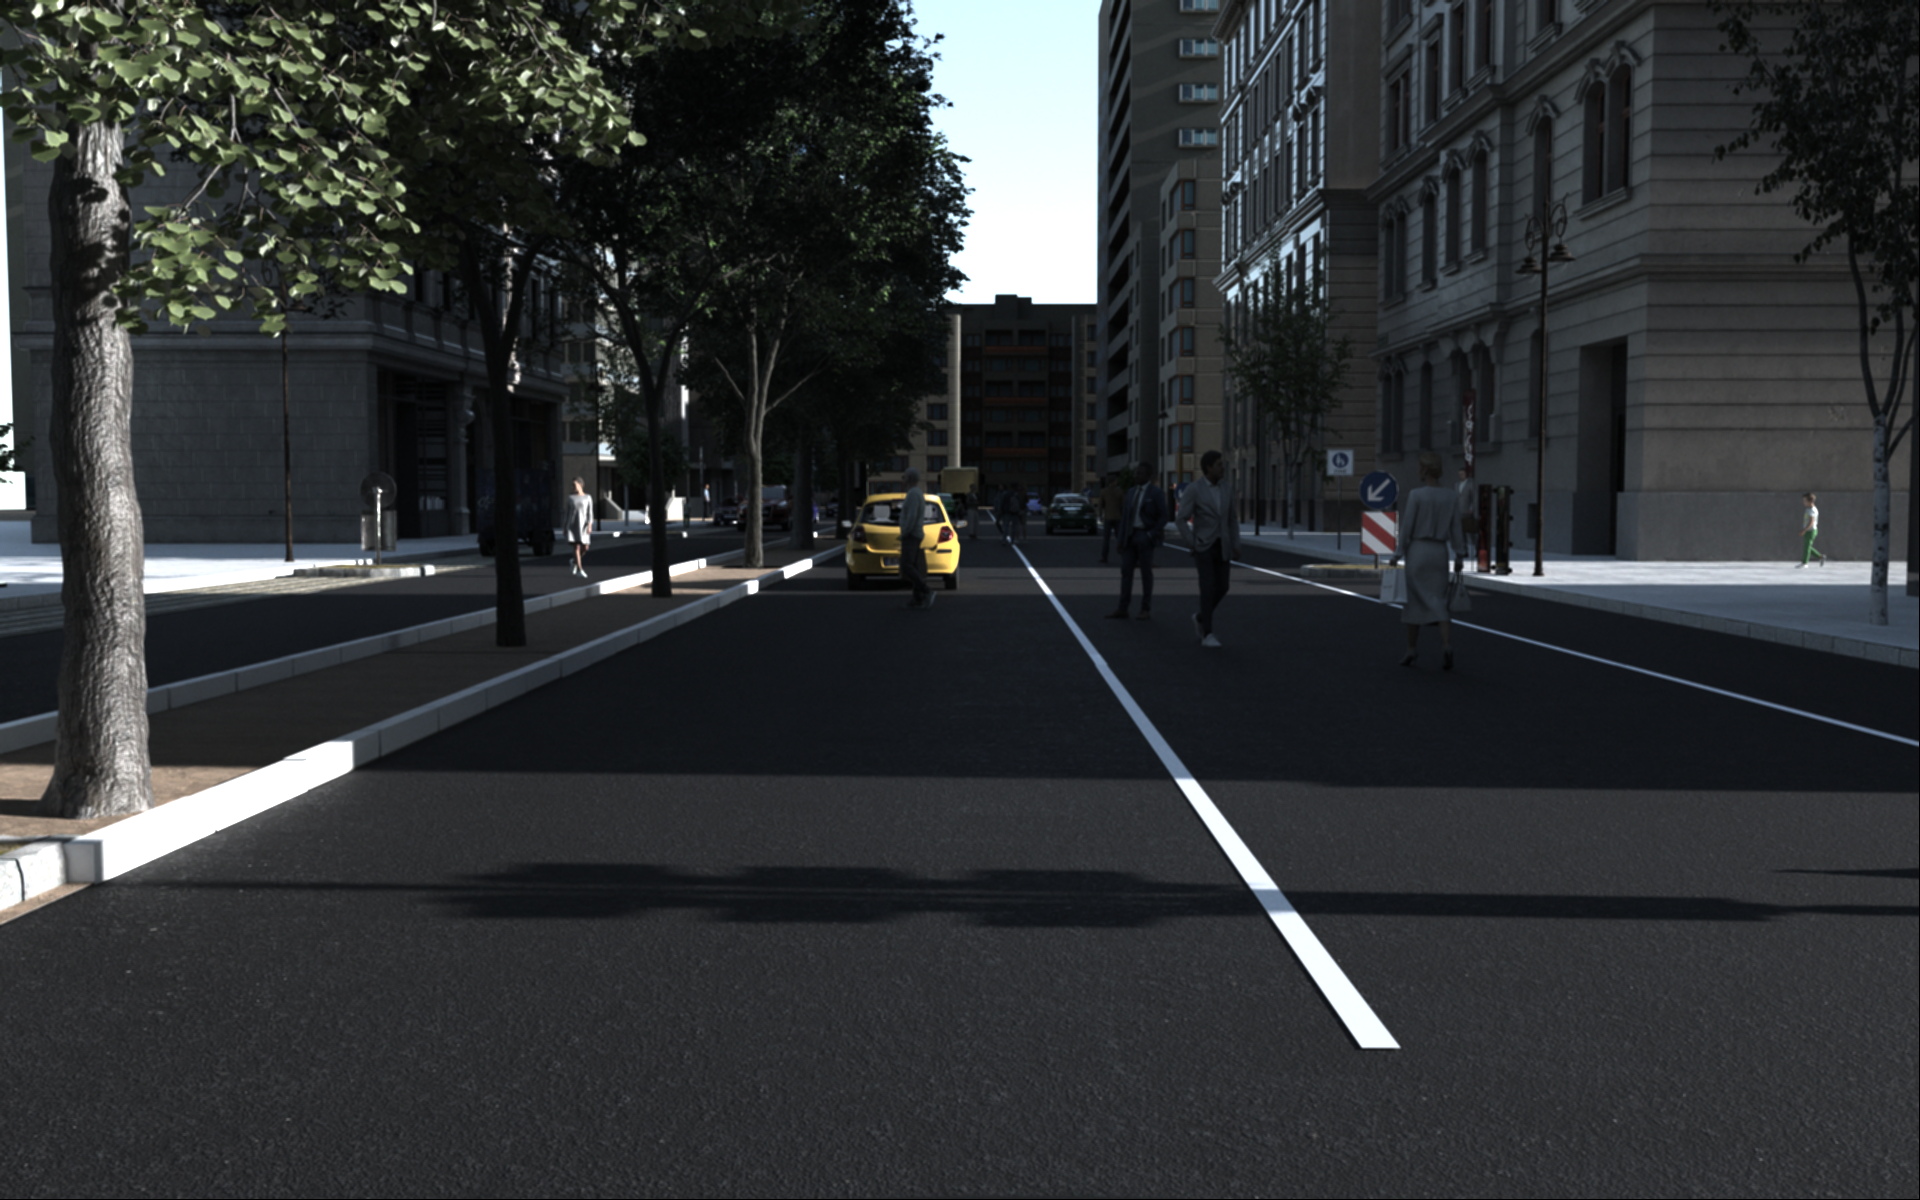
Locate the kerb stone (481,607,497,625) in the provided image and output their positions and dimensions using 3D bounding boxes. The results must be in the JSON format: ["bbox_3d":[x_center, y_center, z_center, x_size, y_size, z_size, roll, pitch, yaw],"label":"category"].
[{"bbox_3d":[-5.219,0.188,19.155,0.120,0.150,1.000,0,4,1],"label":"kerb stone"}]

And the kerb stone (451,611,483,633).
[{"bbox_3d":[-5.225,0.249,18.128,0.120,0.150,1.000,0,4,1],"label":"kerb stone"}]

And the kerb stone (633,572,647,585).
[{"bbox_3d":[-5.144,-0.315,27.349,0.120,0.150,1.000,0,4,1],"label":"kerb stone"}]

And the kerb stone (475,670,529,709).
[{"bbox_3d":[-3.186,0.626,11.967,0.120,0.150,1.000,0,4,1],"label":"kerb stone"}]

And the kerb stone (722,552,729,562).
[{"bbox_3d":[-5.058,-0.877,36.605,0.120,0.150,1.000,0,4,1],"label":"kerb stone"}]

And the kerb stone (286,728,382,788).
[{"bbox_3d":[-3.217,0.814,8.897,0.120,0.150,1.000,0,4,1],"label":"kerb stone"}]

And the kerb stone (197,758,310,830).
[{"bbox_3d":[-3.219,0.882,7.867,0.120,0.150,1.000,0,4,1],"label":"kerb stone"}]

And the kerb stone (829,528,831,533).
[{"bbox_3d":[-4.827,-2.449,62.239,0.120,0.150,1.000,0,4,1],"label":"kerb stone"}]

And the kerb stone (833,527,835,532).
[{"bbox_3d":[-4.821,-2.574,64.291,0.120,0.150,1.000,0,4,1],"label":"kerb stone"}]

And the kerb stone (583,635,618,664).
[{"bbox_3d":[-3.155,0.439,15.041,0.120,0.150,1.000,0,4,1],"label":"kerb stone"}]

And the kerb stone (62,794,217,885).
[{"bbox_3d":[-3.227,0.939,6.844,0.120,0.150,1.000,0,4,1],"label":"kerb stone"}]

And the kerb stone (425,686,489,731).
[{"bbox_3d":[-3.195,0.688,10.945,0.120,0.150,1.000,0,4,1],"label":"kerb stone"}]

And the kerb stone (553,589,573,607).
[{"bbox_3d":[-5.182,-0.002,22.228,0.120,0.150,1.000,0,4,1],"label":"kerb stone"}]

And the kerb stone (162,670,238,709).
[{"bbox_3d":[-5.285,0.626,11.979,0.120,0.150,1.000,0,4,1],"label":"kerb stone"}]

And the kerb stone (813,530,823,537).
[{"bbox_3d":[-4.862,-2.260,59.165,0.120,0.150,1.000,0,4,1],"label":"kerb stone"}]

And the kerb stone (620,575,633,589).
[{"bbox_3d":[-5.161,-0.252,26.322,0.120,0.150,1.000,0,4,1],"label":"kerb stone"}]

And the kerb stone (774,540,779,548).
[{"bbox_3d":[-4.987,-1.445,45.826,0.120,0.150,1.000,0,4,1],"label":"kerb stone"}]

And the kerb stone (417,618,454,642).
[{"bbox_3d":[-5.236,0.312,17.102,0.120,0.150,1.000,0,4,1],"label":"kerb stone"}]

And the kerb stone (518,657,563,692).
[{"bbox_3d":[-3.180,0.566,12.992,0.120,0.150,1.000,0,4,1],"label":"kerb stone"}]

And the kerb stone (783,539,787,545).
[{"bbox_3d":[-4.956,-1.570,47.873,0.120,0.150,1.000,0,4,1],"label":"kerb stone"}]

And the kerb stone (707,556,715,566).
[{"bbox_3d":[-5.080,-0.756,34.553,0.120,0.150,1.000,0,4,1],"label":"kerb stone"}]

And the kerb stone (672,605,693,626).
[{"bbox_3d":[-3.117,0.187,19.145,0.120,0.150,1.000,0,4,1],"label":"kerb stone"}]

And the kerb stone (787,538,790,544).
[{"bbox_3d":[-4.949,-1.633,48.895,0.120,0.150,1.000,0,4,1],"label":"kerb stone"}]

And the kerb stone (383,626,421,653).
[{"bbox_3d":[-5.246,0.378,16.078,0.120,0.150,1.000,0,4,1],"label":"kerb stone"}]

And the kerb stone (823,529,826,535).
[{"bbox_3d":[-4.842,-2.320,60.194,0.120,0.150,1.000,0,4,1],"label":"kerb stone"}]

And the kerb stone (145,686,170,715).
[{"bbox_3d":[-5.300,0.688,10.943,0.120,0.150,1.000,0,4,1],"label":"kerb stone"}]

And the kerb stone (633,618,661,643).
[{"bbox_3d":[-3.131,0.314,17.094,0.120,0.150,1.000,0,4,1],"label":"kerb stone"}]

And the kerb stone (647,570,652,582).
[{"bbox_3d":[-5.134,-0.375,28.372,0.120,0.150,1.000,0,4,1],"label":"kerb stone"}]

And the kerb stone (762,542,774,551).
[{"bbox_3d":[-4.985,-1.376,44.795,0.120,0.150,1.000,0,4,1],"label":"kerb stone"}]

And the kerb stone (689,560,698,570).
[{"bbox_3d":[-5.100,-0.628,32.487,0.120,0.150,1.000,0,4,1],"label":"kerb stone"}]

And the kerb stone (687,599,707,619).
[{"bbox_3d":[-3.110,0.124,20.175,0.120,0.150,1.000,0,4,1],"label":"kerb stone"}]

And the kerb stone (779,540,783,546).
[{"bbox_3d":[-4.968,-1.508,46.850,0.120,0.150,1.000,0,4,1],"label":"kerb stone"}]

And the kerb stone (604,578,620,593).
[{"bbox_3d":[-5.166,-0.190,25.300,0.120,0.150,1.000,0,4,1],"label":"kerb stone"}]

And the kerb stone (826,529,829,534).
[{"bbox_3d":[-4.832,-2.387,61.217,0.120,0.150,1.000,0,4,1],"label":"kerb stone"}]

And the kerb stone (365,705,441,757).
[{"bbox_3d":[-3.206,0.751,9.923,0.120,0.150,1.000,0,4,1],"label":"kerb stone"}]

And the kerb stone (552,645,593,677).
[{"bbox_3d":[-3.160,0.500,14.014,0.120,0.150,1.000,0,4,1],"label":"kerb stone"}]

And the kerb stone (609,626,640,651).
[{"bbox_3d":[-3.147,0.375,16.072,0.120,0.150,1.000,0,4,1],"label":"kerb stone"}]

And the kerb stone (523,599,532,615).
[{"bbox_3d":[-5.202,0.123,20.179,0.120,0.150,1.000,0,4,1],"label":"kerb stone"}]

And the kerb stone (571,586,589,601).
[{"bbox_3d":[-5.185,-0.065,23.256,0.120,0.150,1.000,0,4,1],"label":"kerb stone"}]

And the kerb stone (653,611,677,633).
[{"bbox_3d":[-3.129,0.251,18.118,0.120,0.150,1.000,0,4,1],"label":"kerb stone"}]

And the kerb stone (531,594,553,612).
[{"bbox_3d":[-5.199,0.061,21.202,0.120,0.150,1.000,0,4,1],"label":"kerb stone"}]

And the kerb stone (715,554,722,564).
[{"bbox_3d":[-5.067,-0.817,35.583,0.120,0.150,1.000,0,4,1],"label":"kerb stone"}]

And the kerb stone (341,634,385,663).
[{"bbox_3d":[-5.253,0.437,15.056,0.120,0.150,1.000,0,4,1],"label":"kerb stone"}]

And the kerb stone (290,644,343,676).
[{"bbox_3d":[-5.263,0.499,14.033,0.120,0.150,1.000,0,4,1],"label":"kerb stone"}]

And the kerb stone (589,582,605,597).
[{"bbox_3d":[-5.173,-0.122,24.278,0.120,0.150,1.000,0,4,1],"label":"kerb stone"}]

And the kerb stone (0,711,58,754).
[{"bbox_3d":[-5.307,0.755,9.921,0.120,0.150,1.000,0,4,1],"label":"kerb stone"}]

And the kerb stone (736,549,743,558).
[{"bbox_3d":[-5.037,-1.002,38.660,0.120,0.150,1.000,0,4,1],"label":"kerb stone"}]

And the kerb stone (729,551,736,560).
[{"bbox_3d":[-5.046,-0.944,37.638,0.120,0.150,1.000,0,4,1],"label":"kerb stone"}]

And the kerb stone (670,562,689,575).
[{"bbox_3d":[-5.108,-0.567,31.464,0.120,0.150,1.000,0,4,1],"label":"kerb stone"}]

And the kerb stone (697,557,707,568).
[{"bbox_3d":[-5.090,-0.693,33.523,0.120,0.150,1.000,0,4,1],"label":"kerb stone"}]

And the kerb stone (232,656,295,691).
[{"bbox_3d":[-5.270,0.564,13.007,0.120,0.150,1.000,0,4,1],"label":"kerb stone"}]

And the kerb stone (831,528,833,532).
[{"bbox_3d":[-4.815,-2.511,63.267,0.120,0.150,1.000,0,4,1],"label":"kerb stone"}]
